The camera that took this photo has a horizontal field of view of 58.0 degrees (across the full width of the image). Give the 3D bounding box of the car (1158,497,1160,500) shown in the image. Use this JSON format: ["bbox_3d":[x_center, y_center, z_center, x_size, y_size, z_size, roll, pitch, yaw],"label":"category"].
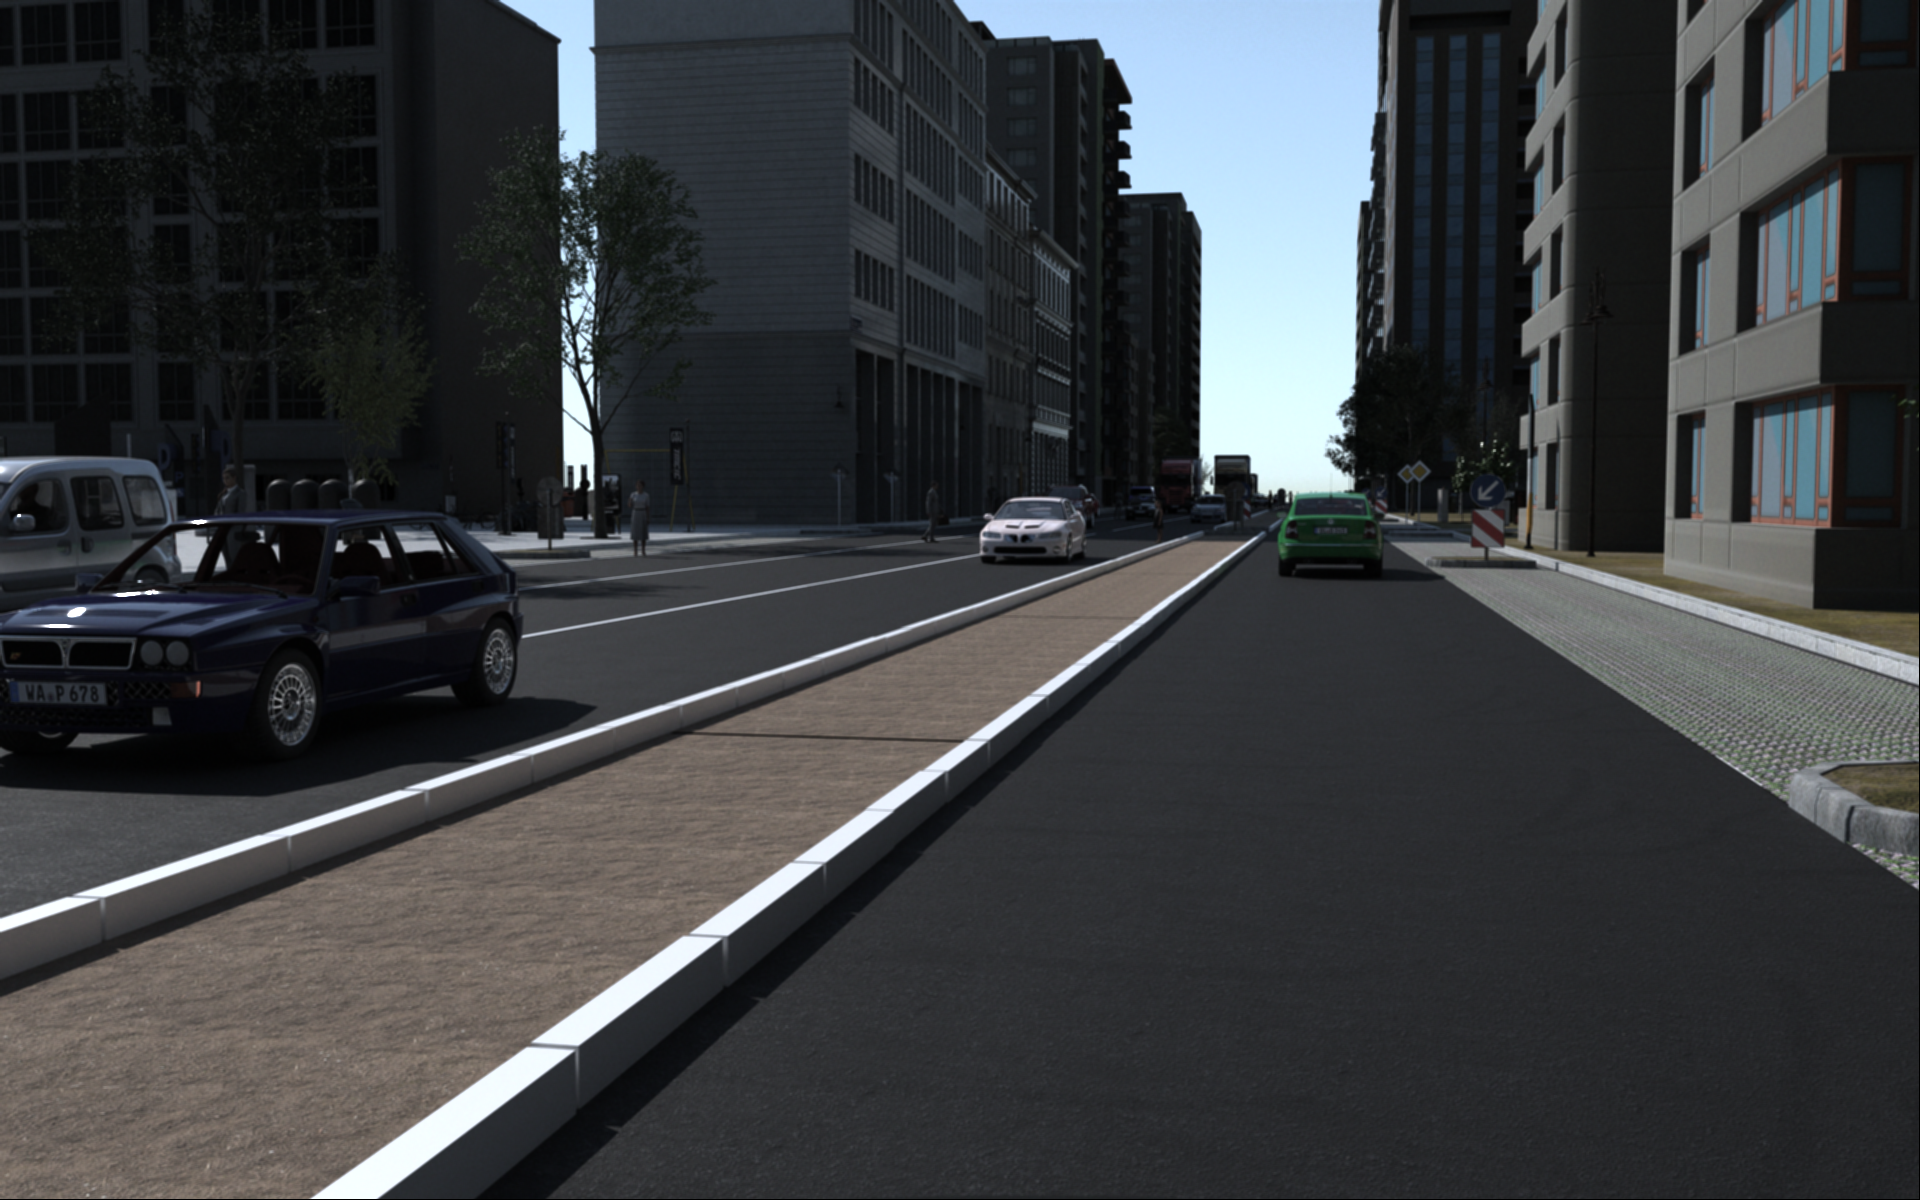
[{"bbox_3d":[19.991,-9.682,168.082,2.009,1.686,4.222,1,4,13],"label":"car"}]

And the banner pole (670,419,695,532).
[{"bbox_3d":[-9.286,-4.145,57.792,0.863,3.779,0.401,-2,4,-28],"label":"banner pole"}]

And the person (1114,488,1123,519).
[{"bbox_3d":[9.029,-5.485,98.451,0.520,1.790,0.573,0,4,8],"label":"person"}]

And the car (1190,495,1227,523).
[{"bbox_3d":[12.597,-4.576,86.826,2.014,1.417,4.499,1,4,13],"label":"car"}]

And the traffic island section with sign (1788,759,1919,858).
[{"bbox_3d":[4.691,0.083,7.279,1.989,1.847,2.006,1,4,12],"label":"traffic island section with sign"}]

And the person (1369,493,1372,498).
[{"bbox_3d":[42.146,-10.544,178.889,0.683,1.767,0.568,-2,4,-33],"label":"person"}]

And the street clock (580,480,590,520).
[{"bbox_3d":[-18.674,-4.998,86.287,0.358,2.002,0.471,3,5,41],"label":"street clock"}]

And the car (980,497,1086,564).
[{"bbox_3d":[1.631,-1.525,37.302,2.083,1.381,4.827,1,4,10],"label":"car"}]

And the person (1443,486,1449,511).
[{"bbox_3d":[32.015,-6.592,114.168,0.444,1.785,0.601,1,4,17],"label":"person"}]

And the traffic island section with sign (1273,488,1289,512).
[{"bbox_3d":[26.174,-8.134,141.133,2.006,1.907,1.989,1,4,12],"label":"traffic island section with sign"}]

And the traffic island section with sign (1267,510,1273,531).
[{"bbox_3d":[11.047,-3.632,67.527,2.006,1.907,1.989,1,4,12],"label":"traffic island section with sign"}]

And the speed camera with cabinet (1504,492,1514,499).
[{"bbox_3d":[35.871,-7.336,114.281,2.038,3.252,0.660,2,4,23],"label":"speed camera with cabinet"}]

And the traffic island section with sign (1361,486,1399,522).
[{"bbox_3d":[21.517,-4.922,89.106,1.989,1.847,2.006,1,4,12],"label":"traffic island section with sign"}]

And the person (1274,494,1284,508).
[{"bbox_3d":[32.837,-10.315,177.972,1.217,1.723,0.721,1,4,14],"label":"person"}]

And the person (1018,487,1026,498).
[{"bbox_3d":[3.981,-6.589,114.366,0.643,1.750,0.593,3,4,38],"label":"person"}]

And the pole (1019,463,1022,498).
[{"bbox_3d":[3.978,-7.303,113.239,0.158,3.312,0.155,0,3,0],"label":"pole"}]

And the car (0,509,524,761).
[{"bbox_3d":[-4.203,0.119,10.637,1.945,1.354,3.894,1,4,11],"label":"car"}]

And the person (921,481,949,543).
[{"bbox_3d":[-0.767,-2.605,51.209,0.853,1.813,0.709,1,4,11],"label":"person"}]

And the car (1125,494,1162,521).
[{"bbox_3d":[10.052,-5.192,94.677,2.009,1.686,4.222,1,4,11],"label":"car"}]

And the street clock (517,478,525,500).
[{"bbox_3d":[-19.923,-4.528,78.595,0.358,2.002,0.471,0,4,5],"label":"street clock"}]

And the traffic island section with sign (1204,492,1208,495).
[{"bbox_3d":[39.177,-16.283,274.858,1.989,1.847,2.006,1,4,12],"label":"traffic island section with sign"}]

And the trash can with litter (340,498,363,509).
[{"bbox_3d":[-15.081,-1.953,43.317,0.624,1.170,1.055,-3,5,-40],"label":"trash can with litter"}]

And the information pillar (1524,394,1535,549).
[{"bbox_3d":[13.290,-2.997,40.352,0.183,3.616,0.504,1,4,12],"label":"information pillar"}]

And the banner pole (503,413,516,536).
[{"bbox_3d":[-13.886,-3.889,53.595,0.401,3.779,0.863,0,4,4],"label":"banner pole"}]

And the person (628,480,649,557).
[{"bbox_3d":[-7.323,-1.862,39.511,0.480,1.755,0.524,-1,4,-13],"label":"person"}]

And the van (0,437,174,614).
[{"bbox_3d":[-10.057,-0.674,18.026,2.013,2.044,4.112,1,4,13],"label":"van"}]

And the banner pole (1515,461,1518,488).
[{"bbox_3d":[41.798,-8.574,130.197,0.401,3.779,0.863,2,4,33],"label":"banner pole"}]

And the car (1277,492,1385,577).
[{"bbox_3d":[6.721,-1.384,31.431,1.959,1.807,4.718,1,4,12],"label":"car"}]

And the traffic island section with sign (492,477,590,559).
[{"bbox_3d":[-9.385,-1.839,38.697,1.989,1.847,2.006,1,4,12],"label":"traffic island section with sign"}]

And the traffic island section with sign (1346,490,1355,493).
[{"bbox_3d":[26.960,-6.537,115.508,1.989,1.847,2.006,1,4,12],"label":"traffic island section with sign"}]

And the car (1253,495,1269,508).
[{"bbox_3d":[32.380,-10.558,185.198,1.945,1.354,3.894,1,4,12],"label":"car"}]

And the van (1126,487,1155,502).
[{"bbox_3d":[14.773,-8.337,140.691,2.240,2.365,5.245,1,4,10],"label":"van"}]

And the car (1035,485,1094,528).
[{"bbox_3d":[4.315,-3.814,71.036,2.281,1.827,5.304,1,4,10],"label":"car"}]

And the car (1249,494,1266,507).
[{"bbox_3d":[33.953,-11.520,197.143,1.959,1.807,4.718,1,4,11],"label":"car"}]

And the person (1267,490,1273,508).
[{"bbox_3d":[31.206,-10.137,174.328,0.705,1.812,1.348,2,4,34],"label":"person"}]

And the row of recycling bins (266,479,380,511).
[{"bbox_3d":[-18.140,-2.581,49.310,3.534,1.692,1.069,1,4,13],"label":"row of recycling bins"}]

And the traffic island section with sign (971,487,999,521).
[{"bbox_3d":[1.757,-5.154,92.900,1.989,1.847,2.006,1,4,12],"label":"traffic island section with sign"}]

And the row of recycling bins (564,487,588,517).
[{"bbox_3d":[-22.669,-5.606,98.778,3.534,1.692,1.069,2,4,30],"label":"row of recycling bins"}]

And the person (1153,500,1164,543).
[{"bbox_3d":[5.787,-2.290,50.612,0.373,1.253,0.362,-1,4,-13],"label":"person"}]

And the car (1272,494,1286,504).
[{"bbox_3d":[45.589,-14.586,247.528,2.155,1.783,4.494,1,4,12],"label":"car"}]

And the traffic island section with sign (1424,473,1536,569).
[{"bbox_3d":[10.228,-1.563,34.182,1.989,1.847,2.006,1,4,12],"label":"traffic island section with sign"}]

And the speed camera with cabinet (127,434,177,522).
[{"bbox_3d":[-27.154,-3.875,57.684,0.660,3.252,2.038,2,4,27],"label":"speed camera with cabinet"}]

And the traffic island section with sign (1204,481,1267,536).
[{"bbox_3d":[9.546,-3.189,60.273,2.006,1.907,1.989,1,4,12],"label":"traffic island section with sign"}]

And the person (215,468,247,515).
[{"bbox_3d":[-10.132,-0.927,23.930,0.520,1.790,0.573,1,4,10],"label":"person"}]

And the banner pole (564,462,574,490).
[{"bbox_3d":[-30.207,-8.785,133.650,0.863,3.779,0.401,-1,4,-12],"label":"banner pole"}]

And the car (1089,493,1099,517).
[{"bbox_3d":[7.580,-6.069,108.271,2.155,1.783,4.494,1,4,13],"label":"car"}]

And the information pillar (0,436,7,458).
[{"bbox_3d":[-38.923,-4.833,70.370,0.504,3.616,0.183,1,4,10],"label":"information pillar"}]

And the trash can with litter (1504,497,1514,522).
[{"bbox_3d":[24.514,-4.066,77.859,0.624,1.170,1.055,-1,4,-8],"label":"trash can with litter"}]

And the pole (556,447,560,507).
[{"bbox_3d":[-17.331,-4.947,74.723,0.158,3.312,0.155,0,3,0],"label":"pole"}]
